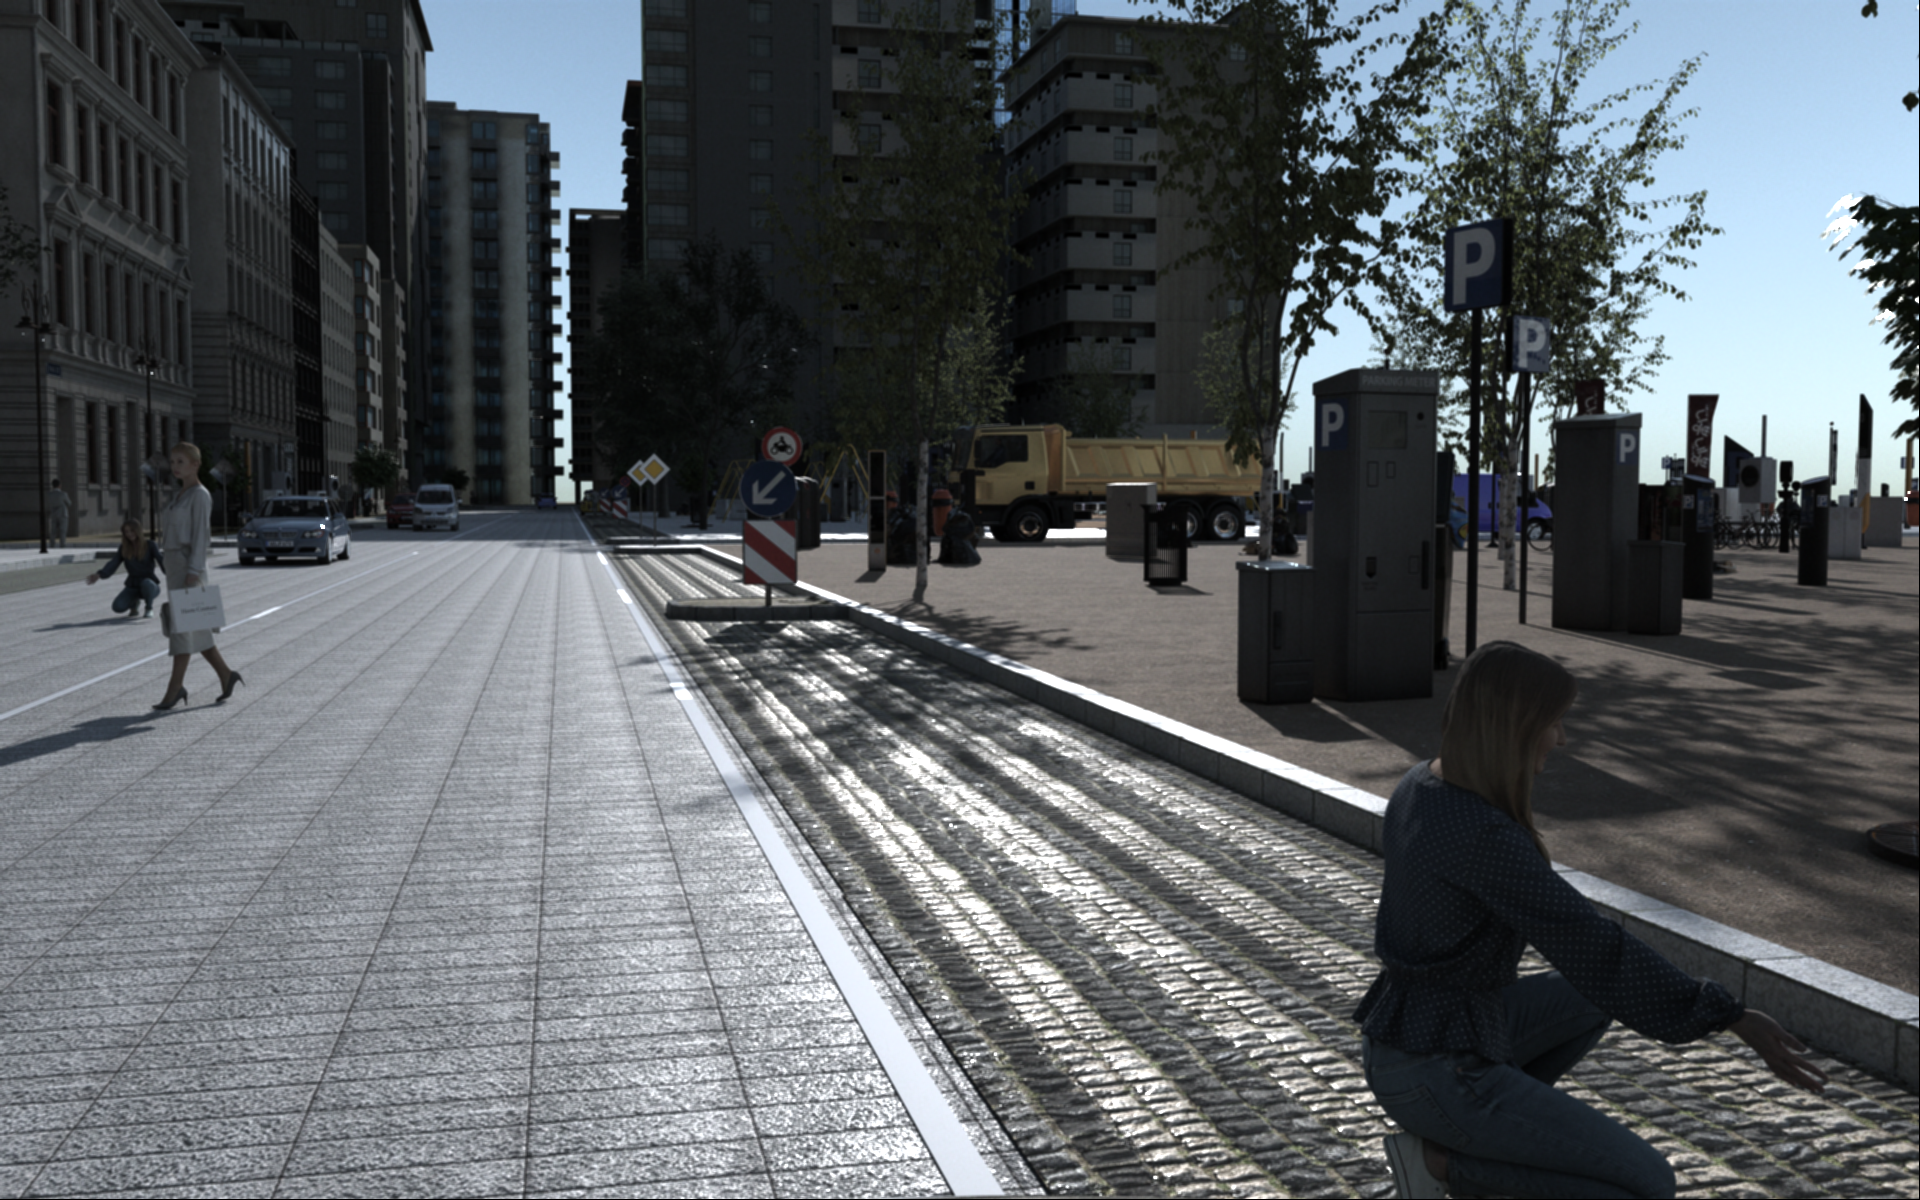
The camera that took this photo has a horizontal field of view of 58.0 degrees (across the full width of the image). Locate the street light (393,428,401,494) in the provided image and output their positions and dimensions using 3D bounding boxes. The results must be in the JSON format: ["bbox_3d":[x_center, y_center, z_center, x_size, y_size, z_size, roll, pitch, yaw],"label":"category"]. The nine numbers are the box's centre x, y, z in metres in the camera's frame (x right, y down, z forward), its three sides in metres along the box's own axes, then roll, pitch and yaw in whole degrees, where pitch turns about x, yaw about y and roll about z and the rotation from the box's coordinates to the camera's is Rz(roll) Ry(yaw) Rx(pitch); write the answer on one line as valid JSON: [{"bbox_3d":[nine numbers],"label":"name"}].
[{"bbox_3d":[-38.455,-8.907,118.423,0.468,5.910,1.993,-1,4,-13],"label":"street light"}]

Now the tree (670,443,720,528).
[{"bbox_3d":[-10.288,-4.544,68.899,1.663,3.219,1.824,0,3,0],"label":"tree"}]

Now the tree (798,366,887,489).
[{"bbox_3d":[-7.045,-9.058,98.468,4.360,8.622,3.978,0,3,0],"label":"tree"}]

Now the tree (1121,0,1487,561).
[{"bbox_3d":[3.592,-4.197,18.976,4.737,8.622,4.395,0,3,0],"label":"tree"}]

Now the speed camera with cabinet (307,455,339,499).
[{"bbox_3d":[-32.345,-5.726,87.961,0.660,3.252,2.038,1,4,11],"label":"speed camera with cabinet"}]

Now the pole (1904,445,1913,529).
[{"bbox_3d":[34.904,-4.274,63.727,0.158,3.312,0.155,0,3,0],"label":"pole"}]

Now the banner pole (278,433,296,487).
[{"bbox_3d":[-27.528,-4.938,70.752,0.401,3.779,0.863,3,5,41],"label":"banner pole"}]

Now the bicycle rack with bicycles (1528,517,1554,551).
[{"bbox_3d":[14.678,-1.573,39.095,2.925,0.926,2.852,3,5,41],"label":"bicycle rack with bicycles"}]

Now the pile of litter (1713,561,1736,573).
[{"bbox_3d":[12.363,-0.924,29.077,1.176,0.858,1.719,1,4,12],"label":"pile of litter"}]

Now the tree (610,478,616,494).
[{"bbox_3d":[-36.152,-11.412,181.188,1.663,3.219,1.824,0,3,0],"label":"tree"}]

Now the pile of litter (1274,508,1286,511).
[{"bbox_3d":[10.403,-2.570,55.983,1.719,0.858,1.176,2,4,35],"label":"pile of litter"}]

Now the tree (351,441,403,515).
[{"bbox_3d":[-35.902,-7.502,106.373,4.285,4.588,4.351,0,3,0],"label":"tree"}]

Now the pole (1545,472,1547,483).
[{"bbox_3d":[46.169,-8.724,136.483,0.158,3.312,0.155,0,3,0],"label":"pole"}]

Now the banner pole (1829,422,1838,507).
[{"bbox_3d":[30.141,-4.271,59.841,0.401,3.779,0.863,1,4,10],"label":"banner pole"}]

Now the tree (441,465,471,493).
[{"bbox_3d":[-57.075,-12.980,195.937,4.285,4.588,4.351,0,3,0],"label":"tree"}]

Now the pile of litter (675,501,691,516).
[{"bbox_3d":[-16.224,-5.467,103.353,1.719,0.858,1.176,-2,4,-26],"label":"pile of litter"}]

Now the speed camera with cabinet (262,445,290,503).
[{"bbox_3d":[-27.089,-4.545,68.639,0.660,3.252,2.038,0,4,-6],"label":"speed camera with cabinet"}]

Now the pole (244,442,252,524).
[{"bbox_3d":[-27.718,-4.503,67.459,0.158,3.312,0.155,0,3,0],"label":"pole"}]

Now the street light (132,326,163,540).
[{"bbox_3d":[-22.389,-4.592,47.863,0.468,5.910,1.993,-1,4,-13],"label":"street light"}]

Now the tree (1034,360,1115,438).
[{"bbox_3d":[6.222,-8.890,95.710,4.360,8.622,3.978,0,3,0],"label":"tree"}]

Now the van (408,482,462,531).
[{"bbox_3d":[-20.543,-3.724,67.898,2.013,2.044,4.112,-1,4,-15],"label":"van"}]

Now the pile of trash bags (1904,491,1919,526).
[{"bbox_3d":[26.052,-2.175,45.319,3.447,1.369,1.912,-1,4,-23],"label":"pile of trash bags"}]

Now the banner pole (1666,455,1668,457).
[{"bbox_3d":[45.731,-7.430,111.494,0.863,3.779,0.401,2,4,29],"label":"banner pole"}]

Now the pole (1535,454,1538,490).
[{"bbox_3d":[29.392,-5.780,88.350,0.158,3.312,0.155,0,3,0],"label":"pole"}]

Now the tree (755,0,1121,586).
[{"bbox_3d":[-0.628,-4.521,24.274,4.737,8.622,4.395,0,3,0],"label":"tree"}]

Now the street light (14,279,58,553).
[{"bbox_3d":[-19.917,-3.956,37.470,0.468,5.910,1.993,-1,4,-13],"label":"street light"}]

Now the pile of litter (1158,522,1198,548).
[{"bbox_3d":[4.837,-1.701,41.778,1.719,0.858,1.176,2,4,24],"label":"pile of litter"}]

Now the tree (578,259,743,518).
[{"bbox_3d":[-16.066,-11.444,93.770,9.857,13.997,8.962,0,3,0],"label":"tree"}]

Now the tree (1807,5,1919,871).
[{"bbox_3d":[3.876,-0.691,5.901,1.663,3.219,1.824,0,3,0],"label":"tree"}]

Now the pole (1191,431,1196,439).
[{"bbox_3d":[7.510,-3.787,55.768,0.158,3.312,0.155,0,3,0],"label":"pole"}]

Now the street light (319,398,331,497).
[{"bbox_3d":[-30.507,-6.766,83.413,0.468,5.910,1.993,-1,4,-13],"label":"street light"}]

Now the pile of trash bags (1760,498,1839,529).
[{"bbox_3d":[30.726,-3.294,63.617,1.912,1.369,3.447,-1,4,-20],"label":"pile of trash bags"}]

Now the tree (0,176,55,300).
[{"bbox_3d":[-17.429,-5.560,25.322,8.767,10.594,7.601,1,4,17],"label":"tree"}]

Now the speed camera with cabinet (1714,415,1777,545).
[{"bbox_3d":[19.690,-3.037,43.993,0.660,3.252,2.038,-2,4,-24],"label":"speed camera with cabinet"}]

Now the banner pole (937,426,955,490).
[{"bbox_3d":[-0.565,-4.513,63.799,0.863,3.779,0.401,0,4,7],"label":"banner pole"}]

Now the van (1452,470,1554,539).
[{"bbox_3d":[14.945,-2.867,51.266,5.245,2.365,2.240,-1,4,-13],"label":"van"}]

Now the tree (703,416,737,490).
[{"bbox_3d":[-16.725,-10.060,114.839,4.360,8.622,3.978,0,3,0],"label":"tree"}]

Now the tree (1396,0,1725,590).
[{"bbox_3d":[7.619,-4.450,23.115,4.360,8.622,3.978,0,3,0],"label":"tree"}]

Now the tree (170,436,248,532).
[{"bbox_3d":[-25.404,-3.895,58.286,1.663,3.219,1.824,0,3,0],"label":"tree"}]

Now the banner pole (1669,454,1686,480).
[{"bbox_3d":[44.491,-7.174,107.304,0.401,3.779,0.863,-3,5,-42],"label":"banner pole"}]

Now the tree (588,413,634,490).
[{"bbox_3d":[-29.008,-11.969,146.049,4.360,8.622,3.978,0,3,0],"label":"tree"}]

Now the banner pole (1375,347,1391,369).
[{"bbox_3d":[7.279,-2.439,29.894,0.401,3.779,0.863,0,4,-4],"label":"banner pole"}]

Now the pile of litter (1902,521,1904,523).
[{"bbox_3d":[41.952,-3.777,75.713,1.176,0.858,1.719,-1,4,-12],"label":"pile of litter"}]

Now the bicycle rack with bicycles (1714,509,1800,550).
[{"bbox_3d":[18.602,-1.682,40.880,2.925,0.926,2.852,0,4,1],"label":"bicycle rack with bicycles"}]

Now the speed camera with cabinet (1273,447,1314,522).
[{"bbox_3d":[13.972,-4.789,72.628,2.038,3.252,0.660,1,4,18],"label":"speed camera with cabinet"}]

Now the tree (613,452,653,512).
[{"bbox_3d":[-23.597,-8.679,125.609,4.285,4.588,4.351,0,3,0],"label":"tree"}]

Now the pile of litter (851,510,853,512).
[{"bbox_3d":[-8.236,-6.769,124.633,1.176,0.858,1.719,1,4,21],"label":"pile of litter"}]

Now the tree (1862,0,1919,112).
[{"bbox_3d":[6.532,-3.644,9.936,4.737,8.622,4.395,0,3,0],"label":"tree"}]

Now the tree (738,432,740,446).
[{"bbox_3d":[-11.466,-9.758,109.912,4.737,8.622,4.395,0,3,0],"label":"tree"}]

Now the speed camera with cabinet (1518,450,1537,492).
[{"bbox_3d":[25.663,-5.096,77.656,0.660,3.252,2.038,-1,4,-11],"label":"speed camera with cabinet"}]

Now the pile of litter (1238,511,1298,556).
[{"bbox_3d":[6.525,-1.400,36.847,1.719,0.858,1.176,-3,4,-36],"label":"pile of litter"}]

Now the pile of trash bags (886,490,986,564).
[{"bbox_3d":[-0.480,-1.436,33.233,1.912,1.369,3.447,0,4,4],"label":"pile of trash bags"}]

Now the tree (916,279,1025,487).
[{"bbox_3d":[0.220,-6.702,59.936,4.360,8.622,3.978,0,3,0],"label":"tree"}]

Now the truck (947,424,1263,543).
[{"bbox_3d":[3.717,-3.260,49.223,9.791,3.379,3.469,-1,4,-12],"label":"truck"}]

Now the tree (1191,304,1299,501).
[{"bbox_3d":[11.050,-7.202,68.111,4.360,8.622,3.978,0,3,0],"label":"tree"}]

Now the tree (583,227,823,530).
[{"bbox_3d":[-9.173,-7.766,61.380,8.767,10.594,7.601,0,4,-8],"label":"tree"}]

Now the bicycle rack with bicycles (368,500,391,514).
[{"bbox_3d":[-38.059,-6.141,113.780,2.852,0.926,2.925,-1,4,-17],"label":"bicycle rack with bicycles"}]

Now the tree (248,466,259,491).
[{"bbox_3d":[-25.427,-4.045,60.736,1.663,3.219,1.824,0,3,0],"label":"tree"}]
